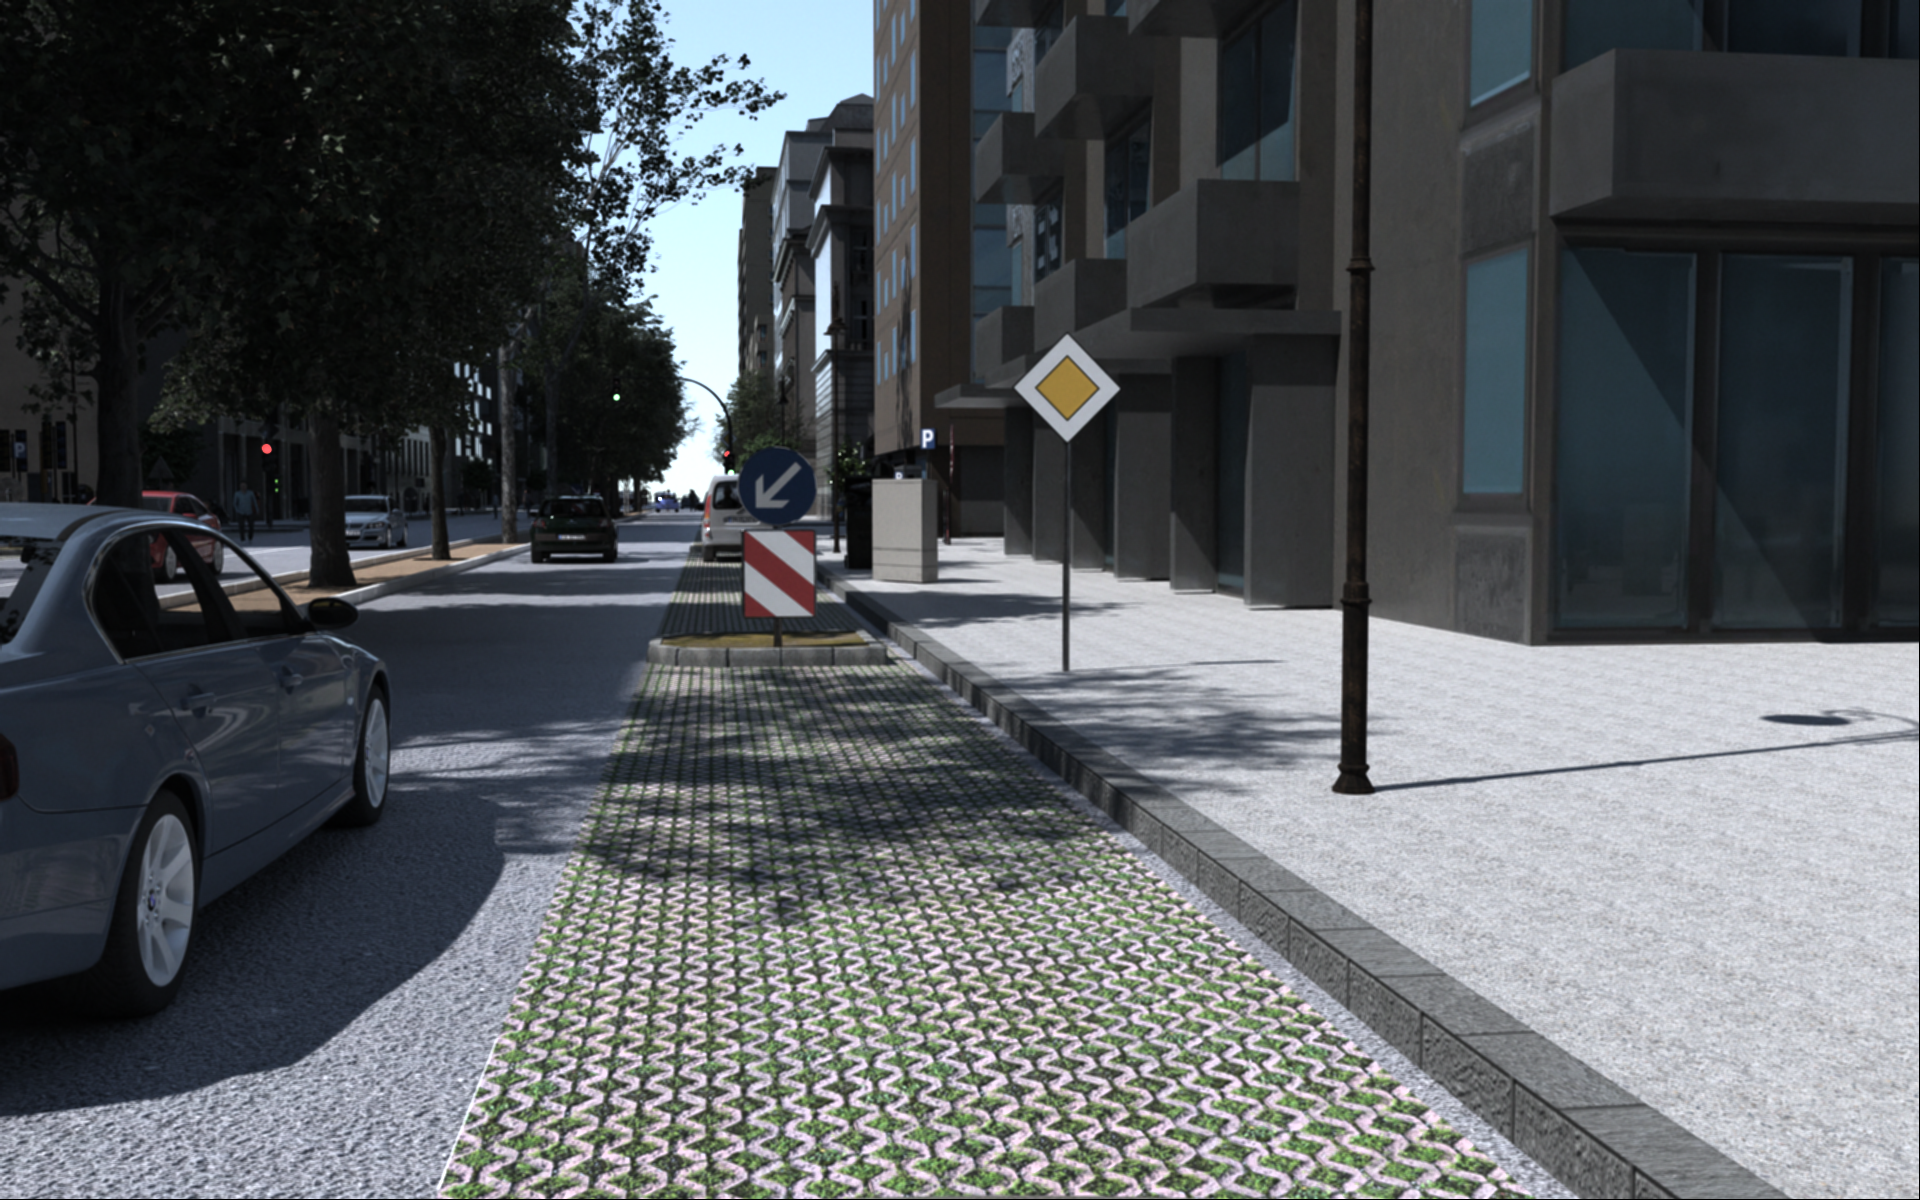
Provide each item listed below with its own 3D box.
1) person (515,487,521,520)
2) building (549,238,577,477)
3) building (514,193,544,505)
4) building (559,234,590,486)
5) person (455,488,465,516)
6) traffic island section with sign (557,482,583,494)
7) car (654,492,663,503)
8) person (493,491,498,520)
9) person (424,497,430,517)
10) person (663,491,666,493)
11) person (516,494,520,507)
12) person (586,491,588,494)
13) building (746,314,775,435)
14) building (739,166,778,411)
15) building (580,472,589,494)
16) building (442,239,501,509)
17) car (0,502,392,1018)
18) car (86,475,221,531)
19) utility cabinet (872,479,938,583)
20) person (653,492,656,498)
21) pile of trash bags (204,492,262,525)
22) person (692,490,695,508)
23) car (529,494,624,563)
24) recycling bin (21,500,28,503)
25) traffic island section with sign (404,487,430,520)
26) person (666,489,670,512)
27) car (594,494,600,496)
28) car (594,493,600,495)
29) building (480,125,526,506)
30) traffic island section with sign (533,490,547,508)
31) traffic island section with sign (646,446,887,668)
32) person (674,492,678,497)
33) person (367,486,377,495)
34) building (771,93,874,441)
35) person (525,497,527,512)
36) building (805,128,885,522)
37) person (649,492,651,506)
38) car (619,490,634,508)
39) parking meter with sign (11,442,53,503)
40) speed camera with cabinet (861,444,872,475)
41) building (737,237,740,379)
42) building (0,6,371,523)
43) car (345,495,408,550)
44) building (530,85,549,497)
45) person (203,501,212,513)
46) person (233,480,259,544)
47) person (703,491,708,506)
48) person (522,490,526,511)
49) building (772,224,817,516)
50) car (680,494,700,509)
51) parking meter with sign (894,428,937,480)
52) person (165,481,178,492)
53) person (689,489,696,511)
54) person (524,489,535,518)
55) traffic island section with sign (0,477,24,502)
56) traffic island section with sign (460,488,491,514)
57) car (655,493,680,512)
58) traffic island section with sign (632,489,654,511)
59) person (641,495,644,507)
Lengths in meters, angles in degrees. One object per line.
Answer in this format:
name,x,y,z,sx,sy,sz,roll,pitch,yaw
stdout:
person,-24.267,-5.257,94.626,0.473,1.802,0.592,-2,4,-28
building,-66.820,-35.743,267.987,14.154,41.232,14.086,-1,4,-8
building,-58.625,-32.235,210.629,14.154,41.232,14.086,-1,4,-8
building,-70.915,-39.492,295.796,14.600,45.320,14.200,-1,4,-8
person,-32.720,-6.402,113.343,0.661,1.801,0.590,3,5,42
traffic island section with sign,-16.478,-4.061,74.538,2.006,1.907,1.989,-1,4,-8
car,-49.006,-16.848,284.143,2.281,1.827,5.304,-1,4,-9
person,-26.207,-5.345,97.694,0.330,1.601,0.589,0,4,4
person,-32.128,-5.573,104.280,0.373,1.253,0.362,2,4,34
person,-29.635,-10.099,174.343,1.217,1.743,0.721,2,4,32
person,-20.279,-4.282,78.293,0.659,1.850,0.755,0,4,-6
person,-40.930,-11.060,189.886,0.990,1.755,0.434,2,4,34
building,-11.875,-22.411,211.463,27.650,21.520,28.899,-1,4,-8
building,-20.759,-38.480,252.854,21.300,48.544,21.600,-1,4,-8
building,-68.332,-31.232,282.347,14.160,30.474,14.107,-1,4,-8
building,-55.939,-33.035,159.733,23.786,49.044,30.456,-1,4,-8
car,-3.203,0.372,5.928,2.014,1.417,4.499,0,4,-7
car,-13.795,-1.227,29.103,2.155,1.783,4.494,-1,4,-8
utility cabinet,-0.798,-1.012,25.220,0.318,1.500,1.173,-3,5,-40
person,-53.035,-17.882,301.656,1.217,1.735,0.721,-1,4,-21
pile of trash bags,-31.321,-3.874,73.091,3.447,1.369,1.912,-2,4,-29
person,-28.208,-10.698,183.037,1.348,1.869,0.705,2,4,26
car,-8.276,-1.683,37.301,2.009,1.686,4.222,-1,4,-10
recycling bin,-39.062,-3.675,72.646,0.722,1.027,0.722,3,5,43
traffic island section with sign,-30.450,-5.338,95.902,1.989,1.847,2.006,-1,4,-8
person,-23.581,-8.050,140.134,0.555,1.821,0.388,-2,4,-34
car,-26.393,-6.979,123.894,2.009,1.686,4.222,0,4,-6
car,-39.410,-10.869,187.293,1.945,1.707,3.694,0,4,-6
building,-62.738,-36.666,188.727,28.713,52.752,27.495,-1,4,-8
traffic island section with sign,-41.362,-9.999,172.105,1.989,1.847,2.006,-1,4,-8
traffic island section with sign,-1.728,-0.400,15.160,1.989,1.847,2.006,-1,4,-8
person,-50.481,-18.203,306.127,1.348,1.823,0.705,1,4,20
person,-26.398,-4.225,77.860,0.520,1.790,0.573,-2,4,-27
building,-8.712,-21.953,136.417,11.434,29.767,29.804,-1,4,-8
person,-35.135,-8.029,140.779,0.512,1.701,0.522,-1,4,-13
building,4.741,-14.931,85.914,24.055,21.916,13.314,-1,4,-8
person,-38.156,-12.504,213.627,0.721,1.739,1.217,0,4,-5
car,-35.628,-10.788,185.058,2.281,1.827,5.304,0,4,-6
parking meter with sign,-30.582,-3.748,57.549,1.738,3.016,0.543,1,4,17
speed camera with cabinet,-3.323,-4.549,68.714,0.660,3.252,2.038,-3,4,-37
building,-27.353,-41.297,298.911,21.300,48.544,21.600,-1,4,-8
building,-43.951,-17.441,89.682,19.350,26.468,34.151,-1,4,-8
car,-15.781,-2.073,45.904,2.014,1.417,4.499,-1,4,-9
building,-68.468,-56.931,243.485,22.319,86.520,31.000,-1,4,-8
person,-20.041,-2.009,46.015,0.373,1.253,0.362,-1,4,-10
person,-20.443,-2.512,49.591,0.660,1.820,0.620,-2,4,-30
person,-8.909,-3.284,62.212,0.660,1.820,0.620,-1,4,-12
person,-37.711,-8.646,150.416,0.990,1.755,0.434,2,4,35
building,-6.515,-15.147,112.274,10.561,19.102,19.286,-1,4,-8
car,-25.787,-9.385,165.450,2.014,1.417,4.499,-1,4,-9
parking meter with sign,-1.392,-3.009,45.452,0.543,3.016,1.738,3,5,43
person,-23.886,-2.674,52.326,0.635,1.810,0.391,-3,5,-45
person,-22.393,-8.372,145.182,0.655,1.846,0.447,-1,4,-13
person,-25.361,-5.670,101.802,0.593,1.750,0.643,1,4,22
traffic island section with sign,-22.538,-1.964,40.733,1.989,1.847,2.006,-1,4,-8
traffic island section with sign,-34.276,-6.970,122.585,1.989,1.847,2.006,-1,4,-8
car,-22.986,-7.739,136.122,1.945,1.707,3.694,0,4,-8
traffic island section with sign,-27.145,-8.611,148.918,2.006,1.907,1.989,-1,4,-8
person,-36.505,-11.608,198.420,0.705,1.807,1.348,2,4,33
